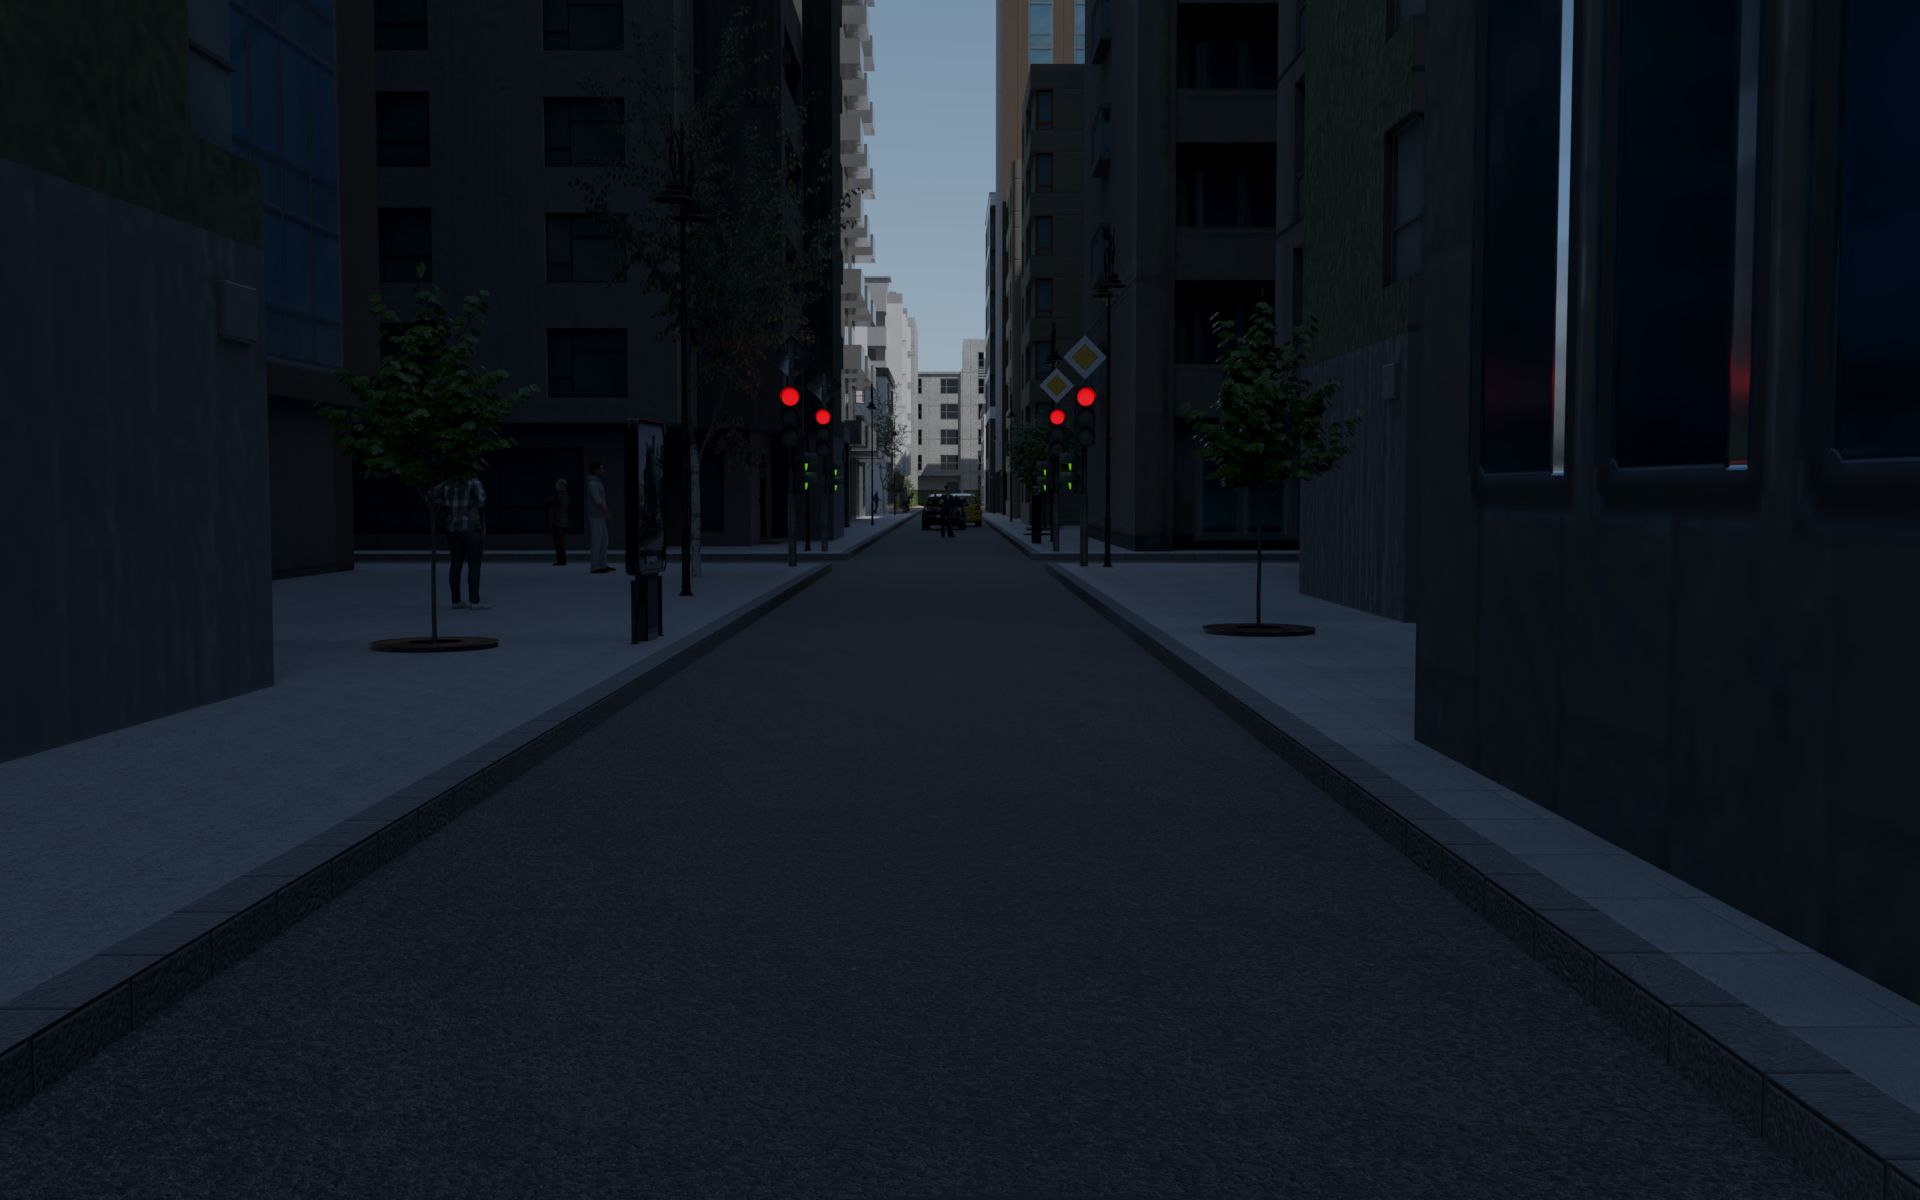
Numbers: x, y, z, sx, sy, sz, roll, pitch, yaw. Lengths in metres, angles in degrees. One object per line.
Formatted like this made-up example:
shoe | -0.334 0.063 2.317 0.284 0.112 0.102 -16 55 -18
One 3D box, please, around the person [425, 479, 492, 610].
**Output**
person | -5.524 -0.765 19.279 0.841 1.734 0.376 2 4 31

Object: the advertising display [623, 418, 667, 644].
advertising display | -2.749 -0.609 15.174 0.123 1.923 0.974 0 4 4

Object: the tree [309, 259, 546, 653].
tree | -4.463 -1.218 14.510 1.663 3.219 1.824 0 3 0

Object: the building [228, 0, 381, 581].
building | -16.878 -22.701 21.272 14.200 45.320 14.600 0 4 0

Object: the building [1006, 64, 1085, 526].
building | 16.557 -14.640 84.410 27.650 21.520 28.899 0 4 0

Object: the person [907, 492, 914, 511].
person | -3.774 -7.446 131.014 0.697 1.427 0.421 -2 4 -30

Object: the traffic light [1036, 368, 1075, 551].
traffic light | 2.134 -3.043 38.669 0.839 4.253 0.868 0 4 0

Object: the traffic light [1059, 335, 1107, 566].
traffic light | 2.185 -2.554 30.684 0.839 4.253 0.868 0 4 0

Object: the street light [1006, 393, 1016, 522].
street light | 2.355 -6.527 79.497 0.468 5.910 1.993 0 4 0

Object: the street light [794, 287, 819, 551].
street light | -3.431 -4.041 38.861 0.468 5.910 1.993 0 4 0

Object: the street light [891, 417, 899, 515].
street light | -3.927 -8.034 104.144 0.468 5.910 1.993 0 4 0

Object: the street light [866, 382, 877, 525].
street light | -3.625 -6.037 71.500 0.468 5.910 1.993 0 4 0

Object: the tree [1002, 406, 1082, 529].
tree | 3.259 -4.955 64.733 4.285 4.588 4.351 0 3 0

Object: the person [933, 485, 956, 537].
person | -0.517 -2.931 57.219 0.742 1.727 0.445 -3 5 -42

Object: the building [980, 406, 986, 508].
building | 6.705 -13.604 164.570 9.099 9.664 28.070 0 4 0

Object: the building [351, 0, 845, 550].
building | -10.473 -16.686 44.512 14.160 30.474 14.107 0 4 0

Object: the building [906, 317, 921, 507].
building | -20.299 -19.288 181.818 31.486 18.905 16.747 0 4 0

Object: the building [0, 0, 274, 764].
building | -11.555 -19.562 3.436 14.154 41.232 14.086 0 4 0

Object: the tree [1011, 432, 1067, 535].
tree | 2.508 -3.639 54.093 1.663 3.219 1.824 0 3 0

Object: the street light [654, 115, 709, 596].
street light | -3.452 -2.989 21.663 0.468 5.910 1.993 0 4 0

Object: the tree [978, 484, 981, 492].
tree | 2.904 -12.027 191.242 1.663 3.219 1.824 0 3 0

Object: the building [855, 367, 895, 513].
building | -9.370 -11.411 128.721 9.099 9.664 28.070 0 4 0

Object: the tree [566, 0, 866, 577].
tree | -3.834 -4.652 26.415 4.360 8.622 3.978 0 3 0

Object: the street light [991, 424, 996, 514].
street light | 2.203 -8.530 112.251 0.468 5.910 1.993 0 4 0

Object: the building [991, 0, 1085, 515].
building | 9.267 -27.854 105.520 14.600 45.320 14.200 0 4 0

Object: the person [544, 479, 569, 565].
person | -7.236 -1.395 31.120 0.388 1.546 0.482 1 4 14

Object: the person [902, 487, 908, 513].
person | -3.806 -6.740 116.768 0.750 1.759 0.617 2 4 34

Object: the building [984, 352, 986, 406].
building | 10.586 -20.033 183.964 16.016 20.091 11.380 0 4 0

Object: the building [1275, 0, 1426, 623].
building | 11.389 -20.751 22.867 14.154 41.232 14.086 0 4 0

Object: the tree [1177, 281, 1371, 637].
tree | 2.657 -1.301 15.871 1.663 3.219 1.824 0 3 0

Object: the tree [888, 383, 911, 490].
tree | -4.876 -9.643 108.024 4.360 8.622 3.978 0 3 0

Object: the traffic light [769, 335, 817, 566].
traffic light | -2.956 -2.551 30.635 0.839 4.253 0.868 0 4 0

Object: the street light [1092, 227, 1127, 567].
street light | 2.597 -3.518 30.306 0.468 5.910 1.993 0 4 0

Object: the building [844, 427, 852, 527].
building | -14.433 -38.062 60.570 20.563 71.187 20.611 0 4 0

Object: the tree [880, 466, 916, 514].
tree | -4.146 -7.278 113.592 1.663 3.219 1.824 0 3 0

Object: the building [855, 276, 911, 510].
building | -12.585 -17.843 148.160 16.016 20.091 11.380 0 4 0

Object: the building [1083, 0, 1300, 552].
building | 14.316 -25.936 47.758 21.600 48.544 21.300 0 4 0

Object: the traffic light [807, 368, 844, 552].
traffic light | -3.007 -3.040 38.620 0.839 4.253 0.868 0 4 0

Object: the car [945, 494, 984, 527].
car | 0.078 -4.093 77.138 2.015 1.641 3.980 0 4 -2

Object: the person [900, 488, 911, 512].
person | -3.943 -7.219 124.789 0.721 1.735 1.217 3 4 38

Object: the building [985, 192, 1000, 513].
building | 15.830 -17.729 133.844 27.936 21.610 32.646 0 4 0

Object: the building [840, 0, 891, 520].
building | -15.711 -28.581 86.903 23.786 49.044 30.456 0 4 0

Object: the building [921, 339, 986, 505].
building | 0.338 -20.763 205.940 31.486 18.905 16.747 0 4 0

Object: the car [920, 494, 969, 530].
car | -0.638 -3.703 70.333 2.009 1.686 4.222 0 4 2

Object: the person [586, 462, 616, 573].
person | -5.812 -1.341 28.113 0.789 1.805 0.875 0 4 -6

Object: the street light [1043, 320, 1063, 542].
street light | 2.474 -4.487 46.155 0.468 5.910 1.993 0 4 0

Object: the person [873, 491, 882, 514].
person | -5.338 -6.311 111.917 0.600 1.496 0.574 0 4 -5

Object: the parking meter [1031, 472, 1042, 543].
parking meter | 1.990 -2.407 45.061 0.255 1.863 0.399 0 4 1
